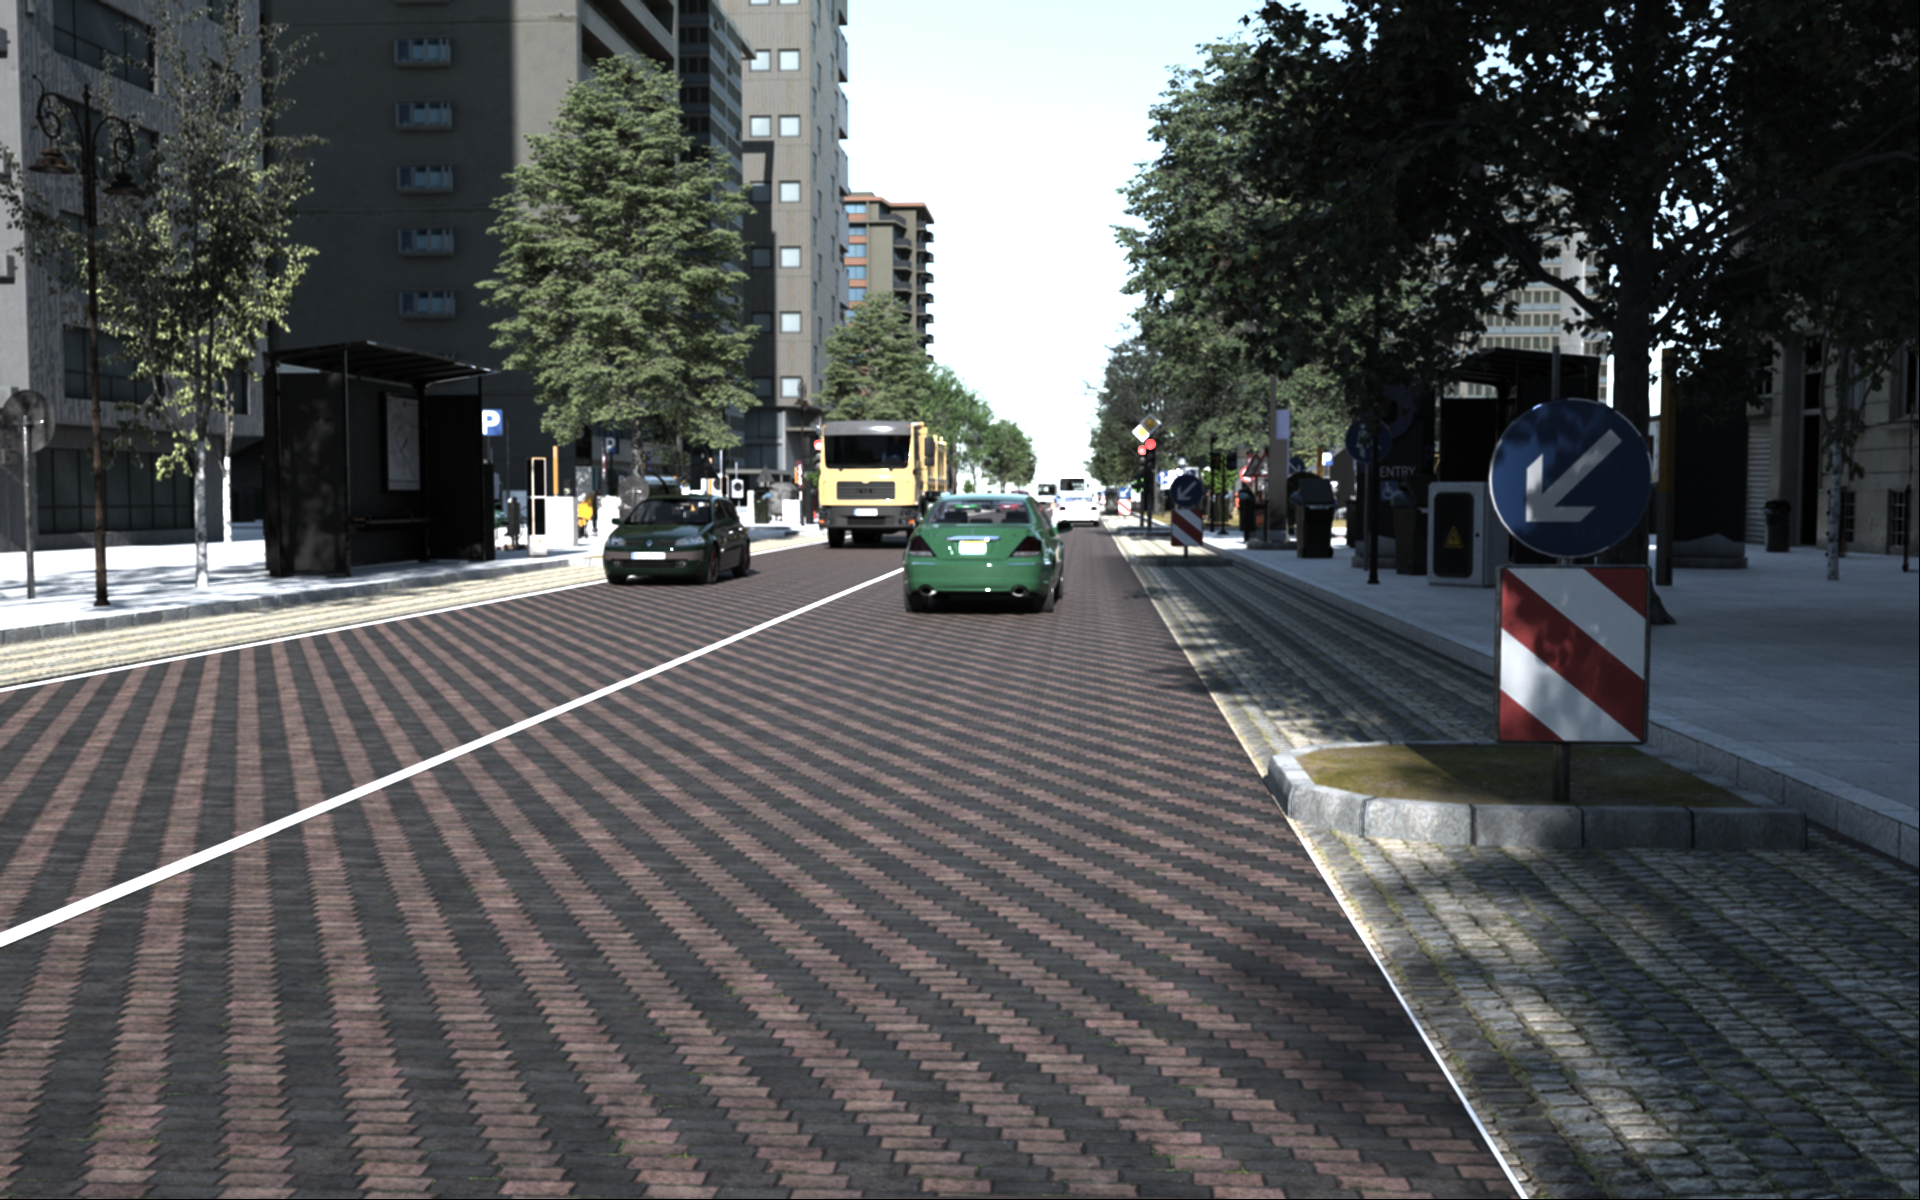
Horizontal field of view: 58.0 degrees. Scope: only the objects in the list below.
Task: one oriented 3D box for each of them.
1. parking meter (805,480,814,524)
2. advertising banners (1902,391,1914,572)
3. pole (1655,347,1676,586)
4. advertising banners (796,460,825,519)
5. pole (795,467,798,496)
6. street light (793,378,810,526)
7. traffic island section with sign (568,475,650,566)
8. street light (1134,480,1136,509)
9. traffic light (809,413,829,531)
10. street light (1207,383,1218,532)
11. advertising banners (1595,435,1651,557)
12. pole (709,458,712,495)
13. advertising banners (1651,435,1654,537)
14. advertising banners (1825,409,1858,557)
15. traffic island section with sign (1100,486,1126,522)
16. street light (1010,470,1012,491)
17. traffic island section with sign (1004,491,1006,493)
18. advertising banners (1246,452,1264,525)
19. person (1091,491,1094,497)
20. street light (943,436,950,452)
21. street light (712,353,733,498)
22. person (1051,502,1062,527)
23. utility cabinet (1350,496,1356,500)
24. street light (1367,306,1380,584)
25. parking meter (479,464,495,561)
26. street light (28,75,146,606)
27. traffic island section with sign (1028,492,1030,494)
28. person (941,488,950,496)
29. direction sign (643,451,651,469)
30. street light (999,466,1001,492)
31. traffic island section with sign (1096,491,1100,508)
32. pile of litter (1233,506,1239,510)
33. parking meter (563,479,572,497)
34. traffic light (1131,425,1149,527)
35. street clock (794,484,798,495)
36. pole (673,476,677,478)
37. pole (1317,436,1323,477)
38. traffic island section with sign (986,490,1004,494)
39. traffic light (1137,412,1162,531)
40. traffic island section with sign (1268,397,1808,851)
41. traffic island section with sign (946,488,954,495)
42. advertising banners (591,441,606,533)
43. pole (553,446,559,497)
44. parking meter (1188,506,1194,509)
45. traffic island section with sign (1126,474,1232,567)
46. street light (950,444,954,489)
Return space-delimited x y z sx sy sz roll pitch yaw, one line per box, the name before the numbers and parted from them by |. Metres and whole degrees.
parking meter | -6.382 -4.145 73.487 0.255 1.863 0.399 1 4 17
advertising banners | 15.964 -2.014 29.122 0.090 3.025 2.074 2 4 30
pole | 9.884 -1.858 24.224 0.158 3.312 0.155 0 3 0
advertising banners | -7.544 -5.675 88.966 2.074 3.025 0.090 -3 4 -36
pole | -12.283 -8.323 129.925 0.158 3.312 0.155 0 3 0
street light | -6.282 -5.889 69.072 0.468 5.910 1.993 0 4 4
traffic island section with sign | -6.710 -1.623 35.165 1.989 1.847 2.006 0 4 4
street light | 15.184 -10.862 150.388 0.468 5.910 1.993 0 4 4
traffic light | -4.833 -4.363 60.258 0.839 4.253 0.868 0 4 4
street light | 8.534 -5.238 58.436 0.468 5.910 1.993 0 4 4
advertising banners | 12.976 -2.406 35.519 2.074 3.025 0.090 1 4 19
pole | -14.097 -6.364 97.897 0.158 3.312 0.155 0 3 0
advertising banners | 21.121 -3.379 51.427 2.074 3.025 0.090 1 4 18
advertising banners | 17.977 -2.390 35.261 0.090 3.025 2.074 3 5 40
traffic island section with sign | 8.457 -5.001 90.393 1.989 1.847 2.006 0 4 4
street light | 7.798 -17.746 262.926 0.468 5.910 1.993 0 4 4
traffic island section with sign | 4.891 -11.393 194.901 1.989 1.847 2.006 0 4 4
advertising banners | 12.386 -4.614 71.624 0.090 3.025 2.074 -1 4 -23
person | 19.237 -14.856 251.384 0.705 1.826 1.348 -1 4 -20
street light | -1.308 -10.096 137.853 0.468 5.910 1.993 0 4 4
street light | -7.345 -4.958 53.846 0.468 5.910 1.993 0 4 4
person | 2.723 -2.135 48.423 0.382 1.210 0.505 -2 4 -26
utility cabinet | 31.619 -7.869 139.822 1.020 1.237 0.306 2 4 35
street light | 5.917 -3.169 24.609 0.468 5.910 1.993 0 4 4
parking meter | -9.183 -1.696 33.440 0.255 1.863 0.399 -3 5 -41
street light | -9.847 -2.869 19.698 0.468 5.910 1.993 0 4 4
traffic island section with sign | 10.888 -16.437 277.373 1.989 1.847 2.006 0 4 4
person | -0.797 -5.606 100.175 0.660 1.820 0.620 0 4 5
direction sign | -16.655 -6.120 92.054 0.379 3.537 0.876 -3 5 -39
street light | 5.314 -15.621 228.198 0.468 5.910 1.993 0 4 4
traffic island section with sign | 10.409 -6.645 117.277 1.989 1.847 2.006 0 4 4
pile of litter | 21.845 -7.527 137.034 1.176 0.858 1.719 0 4 8
parking meter | -15.549 -3.850 68.663 0.255 1.863 0.399 0 4 -1
traffic light | 7.078 -4.801 67.418 0.839 4.253 0.868 0 4 4
street clock | -11.407 -7.083 120.371 0.358 2.002 0.471 -1 4 -15
pole | -14.994 -5.952 91.158 0.158 3.312 0.155 0 3 0
pole | 12.413 -4.032 59.760 0.158 3.312 0.155 0 3 0
traffic island section with sign | 2.935 -9.749 168.017 1.989 1.847 2.006 0 4 4
traffic light | 6.499 -4.314 59.454 0.839 4.253 0.868 0 4 4
traffic island section with sign | 2.465 0.043 7.923 1.989 1.847 2.006 0 4 4
traffic island section with sign | -0.707 -6.670 117.674 1.989 1.847 2.006 0 4 4
advertising banners | -11.832 -3.703 56.732 0.090 3.025 2.074 -2 4 -24
pole | -17.157 -4.877 73.574 0.158 3.312 0.155 0 3 0
parking meter | 12.829 -5.373 96.254 0.372 1.533 0.369 0 3 0
traffic island section with sign | 4.421 -1.610 34.948 1.989 1.847 2.006 0 4 4
street light | -0.684 -10.547 145.224 0.468 5.910 1.993 0 4 4
